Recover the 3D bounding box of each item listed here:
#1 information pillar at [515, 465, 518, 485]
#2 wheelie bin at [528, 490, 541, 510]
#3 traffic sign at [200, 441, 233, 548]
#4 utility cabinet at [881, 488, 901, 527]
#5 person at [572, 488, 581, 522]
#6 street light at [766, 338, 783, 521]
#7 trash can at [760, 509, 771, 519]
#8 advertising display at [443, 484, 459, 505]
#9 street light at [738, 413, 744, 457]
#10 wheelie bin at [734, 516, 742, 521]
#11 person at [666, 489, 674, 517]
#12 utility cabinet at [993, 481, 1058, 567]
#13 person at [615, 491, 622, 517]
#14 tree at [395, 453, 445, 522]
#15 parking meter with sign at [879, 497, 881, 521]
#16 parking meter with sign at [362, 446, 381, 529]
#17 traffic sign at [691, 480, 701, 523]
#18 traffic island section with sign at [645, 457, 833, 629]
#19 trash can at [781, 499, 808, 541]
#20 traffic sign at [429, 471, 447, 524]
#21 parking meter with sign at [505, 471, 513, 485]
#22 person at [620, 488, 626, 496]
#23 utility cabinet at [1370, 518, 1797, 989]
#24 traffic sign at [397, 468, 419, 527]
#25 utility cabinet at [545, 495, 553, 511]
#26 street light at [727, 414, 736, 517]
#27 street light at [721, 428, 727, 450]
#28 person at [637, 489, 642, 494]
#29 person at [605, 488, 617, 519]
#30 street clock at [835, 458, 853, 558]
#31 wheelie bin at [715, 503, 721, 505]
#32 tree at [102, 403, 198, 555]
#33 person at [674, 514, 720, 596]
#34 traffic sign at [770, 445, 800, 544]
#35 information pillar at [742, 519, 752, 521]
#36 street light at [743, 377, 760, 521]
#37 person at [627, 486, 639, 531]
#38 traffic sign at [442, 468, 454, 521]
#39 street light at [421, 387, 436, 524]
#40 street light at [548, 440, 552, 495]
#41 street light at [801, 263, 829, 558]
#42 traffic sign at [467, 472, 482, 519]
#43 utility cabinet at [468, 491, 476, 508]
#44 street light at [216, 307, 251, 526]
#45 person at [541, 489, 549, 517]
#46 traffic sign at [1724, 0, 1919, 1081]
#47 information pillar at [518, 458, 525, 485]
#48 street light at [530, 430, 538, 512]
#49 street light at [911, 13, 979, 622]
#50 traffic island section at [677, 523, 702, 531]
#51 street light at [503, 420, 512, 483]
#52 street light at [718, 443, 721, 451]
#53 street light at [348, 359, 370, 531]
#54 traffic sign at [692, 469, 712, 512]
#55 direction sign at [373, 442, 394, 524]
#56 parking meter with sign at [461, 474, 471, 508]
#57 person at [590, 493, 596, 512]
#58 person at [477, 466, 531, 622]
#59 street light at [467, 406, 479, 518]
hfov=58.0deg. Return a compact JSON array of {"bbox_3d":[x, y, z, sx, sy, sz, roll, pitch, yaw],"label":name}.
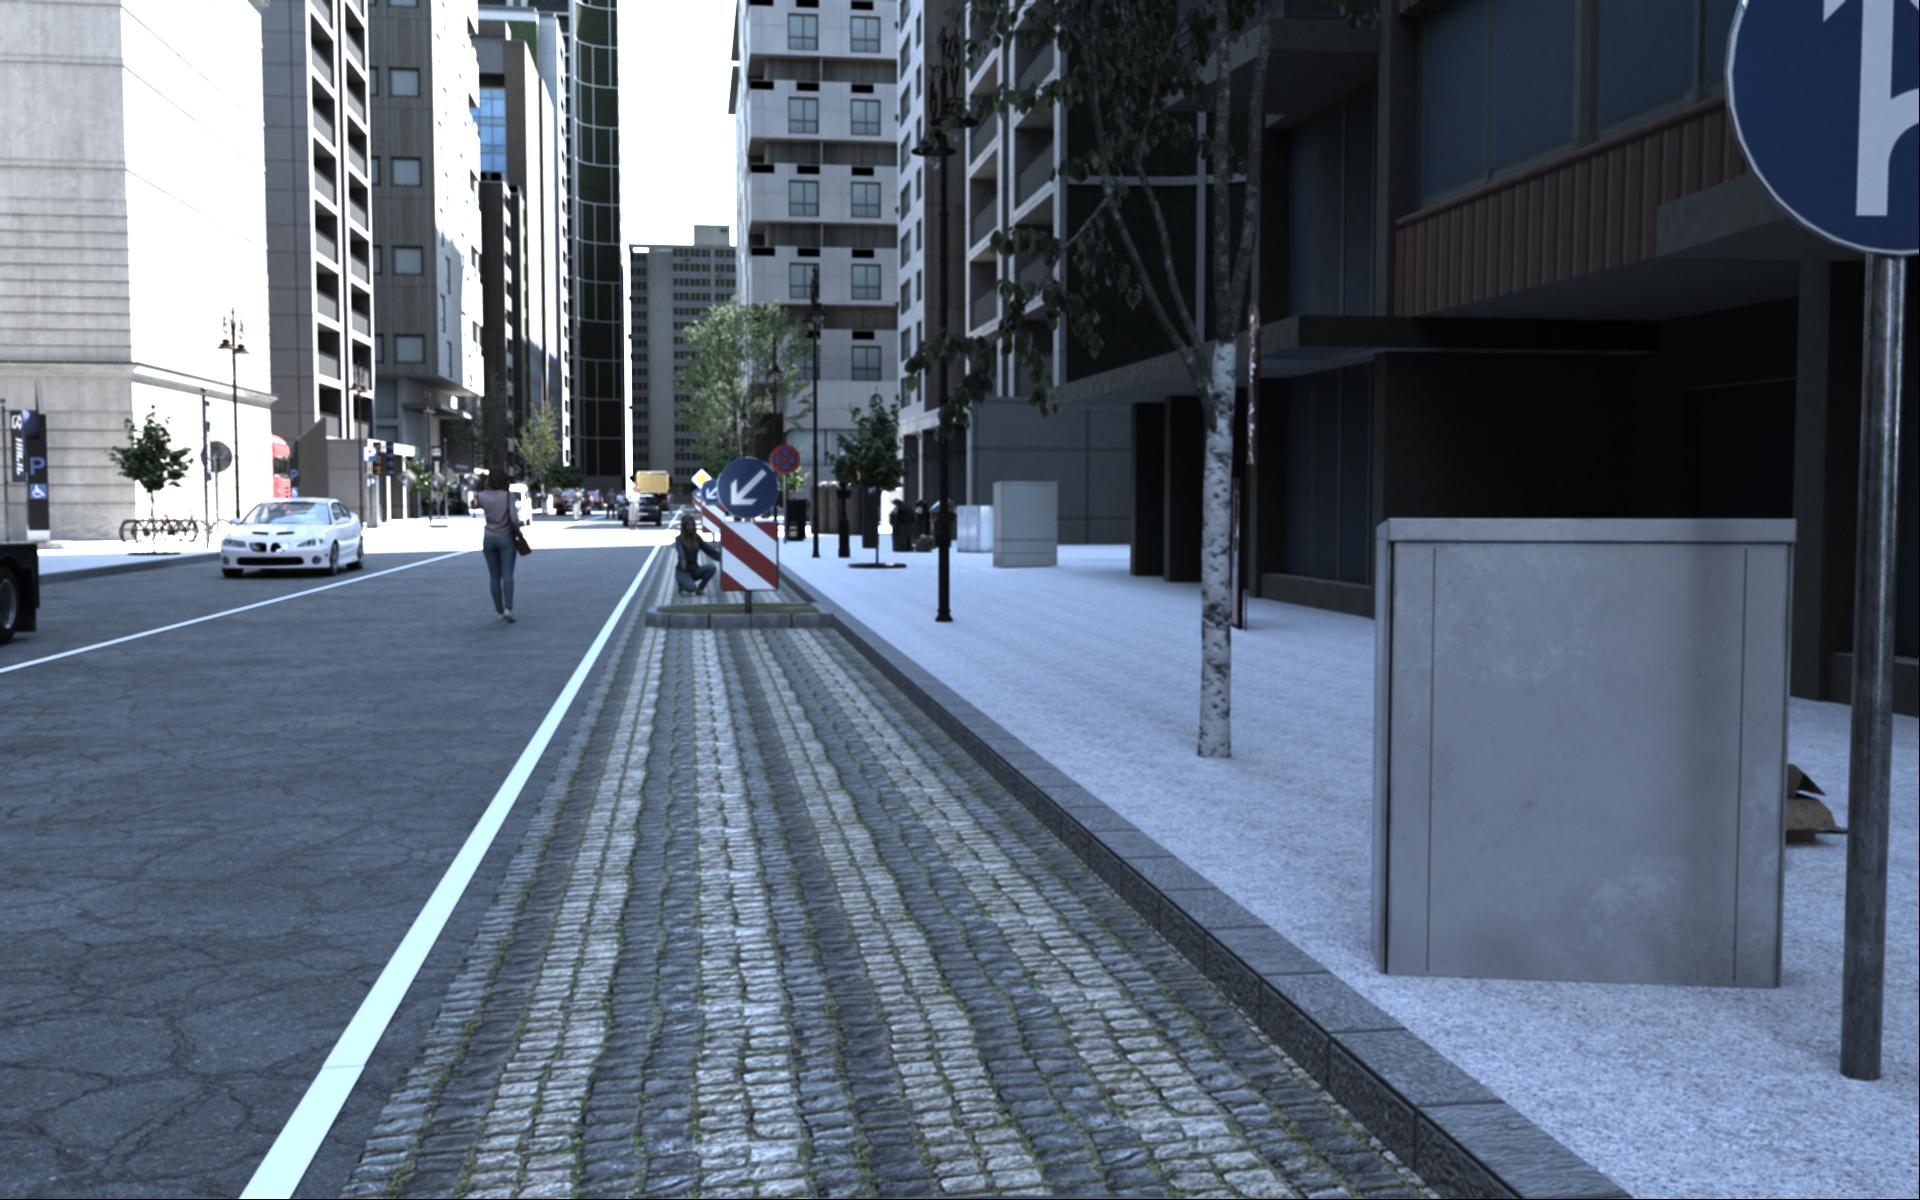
[{"bbox_3d":[-35.669,-9.084,139.878,0.504,3.616,0.183,0,4,7],"label":"information pillar"},{"bbox_3d":[-34.414,-8.095,140.267,0.980,1.594,0.693,0,4,-6],"label":"wheelie bin"},{"bbox_3d":[-17.794,-2.529,41.462,0.768,2.556,0.104,0,4,-1],"label":"traffic sign"},{"bbox_3d":[-2.473,-3.509,66.043,0.318,1.500,1.173,3,5,43],"label":"utility cabinet"},{"bbox_3d":[-19.837,-4.926,89.589,0.362,1.759,0.519,2,4,31],"label":"person"},{"bbox_3d":[-5.490,-4.806,51.359,0.468,5.910,1.993,-1,4,-9],"label":"street light"},{"bbox_3d":[-10.178,-4.823,90.513,0.748,1.137,0.748,0,3,0],"label":"trash can"},{"bbox_3d":[-31.420,-6.219,106.888,0.974,1.923,0.123,0,4,3],"label":"advertising display"},{"bbox_3d":[-10.139,-6.642,81.378,0.468,5.910,1.993,-1,4,-9],"label":"street light"},{"bbox_3d":[-9.861,-4.299,78.191,0.980,1.594,0.693,0,4,-6],"label":"wheelie bin"},{"bbox_3d":[-18.266,-6.107,109.186,0.563,1.720,0.643,2,4,31],"label":"person"},{"bbox_3d":[1.144,-1.332,30.460,1.173,1.500,0.318,-2,4,-32],"label":"utility cabinet"},{"bbox_3d":[-21.165,-5.951,107.607,0.589,1.601,0.330,-3,4,-37],"label":"person"},{"bbox_3d":[-25.388,-5.290,81.089,1.663,3.219,1.824,0,3,0],"label":"tree"},{"bbox_3d":[-4.109,-5.211,81.460,1.738,3.016,0.543,-3,5,-41],"label":"parking meter with sign"},{"bbox_3d":[-21.710,-4.145,64.027,0.543,3.016,1.738,-1,4,-13],"label":"parking meter with sign"},{"bbox_3d":[-11.438,-4.449,76.380,0.795,2.450,0.064,-1,4,-9],"label":"traffic sign"},{"bbox_3d":[-2.478,-0.647,19.205,1.989,1.847,2.006,-1,4,-9],"label":"traffic island section with sign"},{"bbox_3d":[-4.517,-2.185,47.382,0.748,1.137,0.748,0,3,0],"label":"trash can"},{"bbox_3d":[-22.502,-4.345,74.679,0.795,2.450,0.064,-1,4,-9],"label":"traffic sign"},{"bbox_3d":[-33.465,-8.108,128.827,0.543,3.016,1.738,1,4,16],"label":"parking meter with sign"},{"bbox_3d":[-21.836,-6.358,112.627,0.473,1.802,0.592,1,4,23],"label":"person"},{"bbox_3d":[1.646,0.398,4.662,1.020,1.237,0.306,0,4,8],"label":"utility cabinet"},{"bbox_3d":[-21.269,-3.862,66.789,0.795,2.450,0.064,-1,4,-9],"label":"traffic sign"},{"bbox_3d":[-32.104,-7.570,134.927,0.306,1.237,1.020,1,4,14],"label":"utility cabinet"},{"bbox_3d":[-12.873,-7.709,98.823,0.468,5.910,1.993,-1,4,-9],"label":"street light"},{"bbox_3d":[-15.547,-8.739,115.664,0.468,5.910,1.993,-1,4,-9],"label":"street light"},{"bbox_3d":[-24.642,-7.618,133.169,0.853,1.813,0.709,-3,5,-40],"label":"person"},{"bbox_3d":[-20.225,-5.587,100.253,0.661,1.777,0.834,-3,4,-39],"label":"person"},{"bbox_3d":[-2.346,-1.864,35.048,0.358,2.002,0.471,1,4,14],"label":"street clock"},{"bbox_3d":[-20.022,-8.272,143.150,0.693,1.594,0.980,1,4,16],"label":"wheelie bin"},{"bbox_3d":[-16.999,-2.577,36.739,1.663,3.219,1.824,0,3,0],"label":"tree"},{"bbox_3d":[-3.638,-0.629,24.286,1.012,1.151,0.738,-3,4,-39],"label":"person"},{"bbox_3d":[-4.522,-2.730,44.734,0.768,2.556,0.104,0,4,-8],"label":"traffic sign"},{"bbox_3d":[-8.269,-3.836,67.206,0.304,2.012,0.304,3,4,38],"label":"information pillar"},{"bbox_3d":[-8.162,-5.848,68.404,0.468,5.910,1.993,-1,4,-9],"label":"street light"},{"bbox_3d":[-12.777,-3.593,67.816,0.480,1.755,0.524,-1,4,-23],"label":"person"},{"bbox_3d":[-24.771,-5.102,83.530,0.768,2.556,0.104,0,4,-4],"label":"traffic sign"},{"bbox_3d":[-22.919,-6.239,74.788,0.468,5.910,1.993,-1,4,-9],"label":"street light"},{"bbox_3d":[-33.565,-10.353,142.058,0.468,5.910,1.993,-1,4,-9],"label":"street light"},{"bbox_3d":[-2.915,-3.797,34.868,0.468,5.910,1.993,-1,4,-9],"label":"street light"},{"bbox_3d":[-25.030,-5.392,89.337,0.795,2.450,0.064,0,4,-4],"label":"traffic sign"},{"bbox_3d":[-40.687,-8.272,143.931,1.173,1.500,0.318,3,4,36],"label":"utility cabinet"},{"bbox_3d":[-17.923,-4.286,42.863,0.468,5.910,1.993,-1,4,-9],"label":"street light"},{"bbox_3d":[-26.446,-6.189,110.236,0.519,1.759,0.362,0,4,7],"label":"person"},{"bbox_3d":[1.989,-0.223,3.747,0.768,2.556,0.104,0,4,-2],"label":"traffic sign"},{"bbox_3d":[-28.458,-7.435,112.921,0.183,3.616,0.504,0,4,5],"label":"information pillar"},{"bbox_3d":[-30.818,-9.328,125.295,0.468,5.910,1.993,-1,4,-9],"label":"street light"},{"bbox_3d":[-0.161,-2.722,17.297,0.468,5.910,1.993,-1,4,-9],"label":"street light"},{"bbox_3d":[-10.183,-2.831,68.571,2.009,0.180,2.903,-1,4,-9],"label":"traffic island section"},{"bbox_3d":[-28.198,-8.274,108.068,0.468,5.910,1.993,-1,4,-9],"label":"street light"},{"bbox_3d":[-18.156,-9.785,132.773,0.468,5.910,1.993,-1,4,-9],"label":"street light"},{"bbox_3d":[-20.666,-5.314,59.666,0.468,5.910,1.993,-1,4,-9],"label":"street light"},{"bbox_3d":[-10.205,-3.966,68.490,0.795,2.450,0.064,-1,4,-9],"label":"traffic sign"},{"bbox_3d":[-25.103,-5.107,75.499,0.876,3.537,0.379,-1,4,-9],"label":"direction sign"},{"bbox_3d":[-38.748,-8.523,135.613,0.543,3.016,1.738,-2,4,-27],"label":"parking meter with sign"},{"bbox_3d":[-30.148,-8.015,142.137,0.523,1.515,0.503,1,4,14],"label":"person"},{"bbox_3d":[-5.159,-0.637,19.508,0.593,1.750,0.643,0,4,3],"label":"person"},{"bbox_3d":[-25.699,-7.261,91.505,0.468,5.910,1.993,-1,4,-9],"label":"street light"}]
